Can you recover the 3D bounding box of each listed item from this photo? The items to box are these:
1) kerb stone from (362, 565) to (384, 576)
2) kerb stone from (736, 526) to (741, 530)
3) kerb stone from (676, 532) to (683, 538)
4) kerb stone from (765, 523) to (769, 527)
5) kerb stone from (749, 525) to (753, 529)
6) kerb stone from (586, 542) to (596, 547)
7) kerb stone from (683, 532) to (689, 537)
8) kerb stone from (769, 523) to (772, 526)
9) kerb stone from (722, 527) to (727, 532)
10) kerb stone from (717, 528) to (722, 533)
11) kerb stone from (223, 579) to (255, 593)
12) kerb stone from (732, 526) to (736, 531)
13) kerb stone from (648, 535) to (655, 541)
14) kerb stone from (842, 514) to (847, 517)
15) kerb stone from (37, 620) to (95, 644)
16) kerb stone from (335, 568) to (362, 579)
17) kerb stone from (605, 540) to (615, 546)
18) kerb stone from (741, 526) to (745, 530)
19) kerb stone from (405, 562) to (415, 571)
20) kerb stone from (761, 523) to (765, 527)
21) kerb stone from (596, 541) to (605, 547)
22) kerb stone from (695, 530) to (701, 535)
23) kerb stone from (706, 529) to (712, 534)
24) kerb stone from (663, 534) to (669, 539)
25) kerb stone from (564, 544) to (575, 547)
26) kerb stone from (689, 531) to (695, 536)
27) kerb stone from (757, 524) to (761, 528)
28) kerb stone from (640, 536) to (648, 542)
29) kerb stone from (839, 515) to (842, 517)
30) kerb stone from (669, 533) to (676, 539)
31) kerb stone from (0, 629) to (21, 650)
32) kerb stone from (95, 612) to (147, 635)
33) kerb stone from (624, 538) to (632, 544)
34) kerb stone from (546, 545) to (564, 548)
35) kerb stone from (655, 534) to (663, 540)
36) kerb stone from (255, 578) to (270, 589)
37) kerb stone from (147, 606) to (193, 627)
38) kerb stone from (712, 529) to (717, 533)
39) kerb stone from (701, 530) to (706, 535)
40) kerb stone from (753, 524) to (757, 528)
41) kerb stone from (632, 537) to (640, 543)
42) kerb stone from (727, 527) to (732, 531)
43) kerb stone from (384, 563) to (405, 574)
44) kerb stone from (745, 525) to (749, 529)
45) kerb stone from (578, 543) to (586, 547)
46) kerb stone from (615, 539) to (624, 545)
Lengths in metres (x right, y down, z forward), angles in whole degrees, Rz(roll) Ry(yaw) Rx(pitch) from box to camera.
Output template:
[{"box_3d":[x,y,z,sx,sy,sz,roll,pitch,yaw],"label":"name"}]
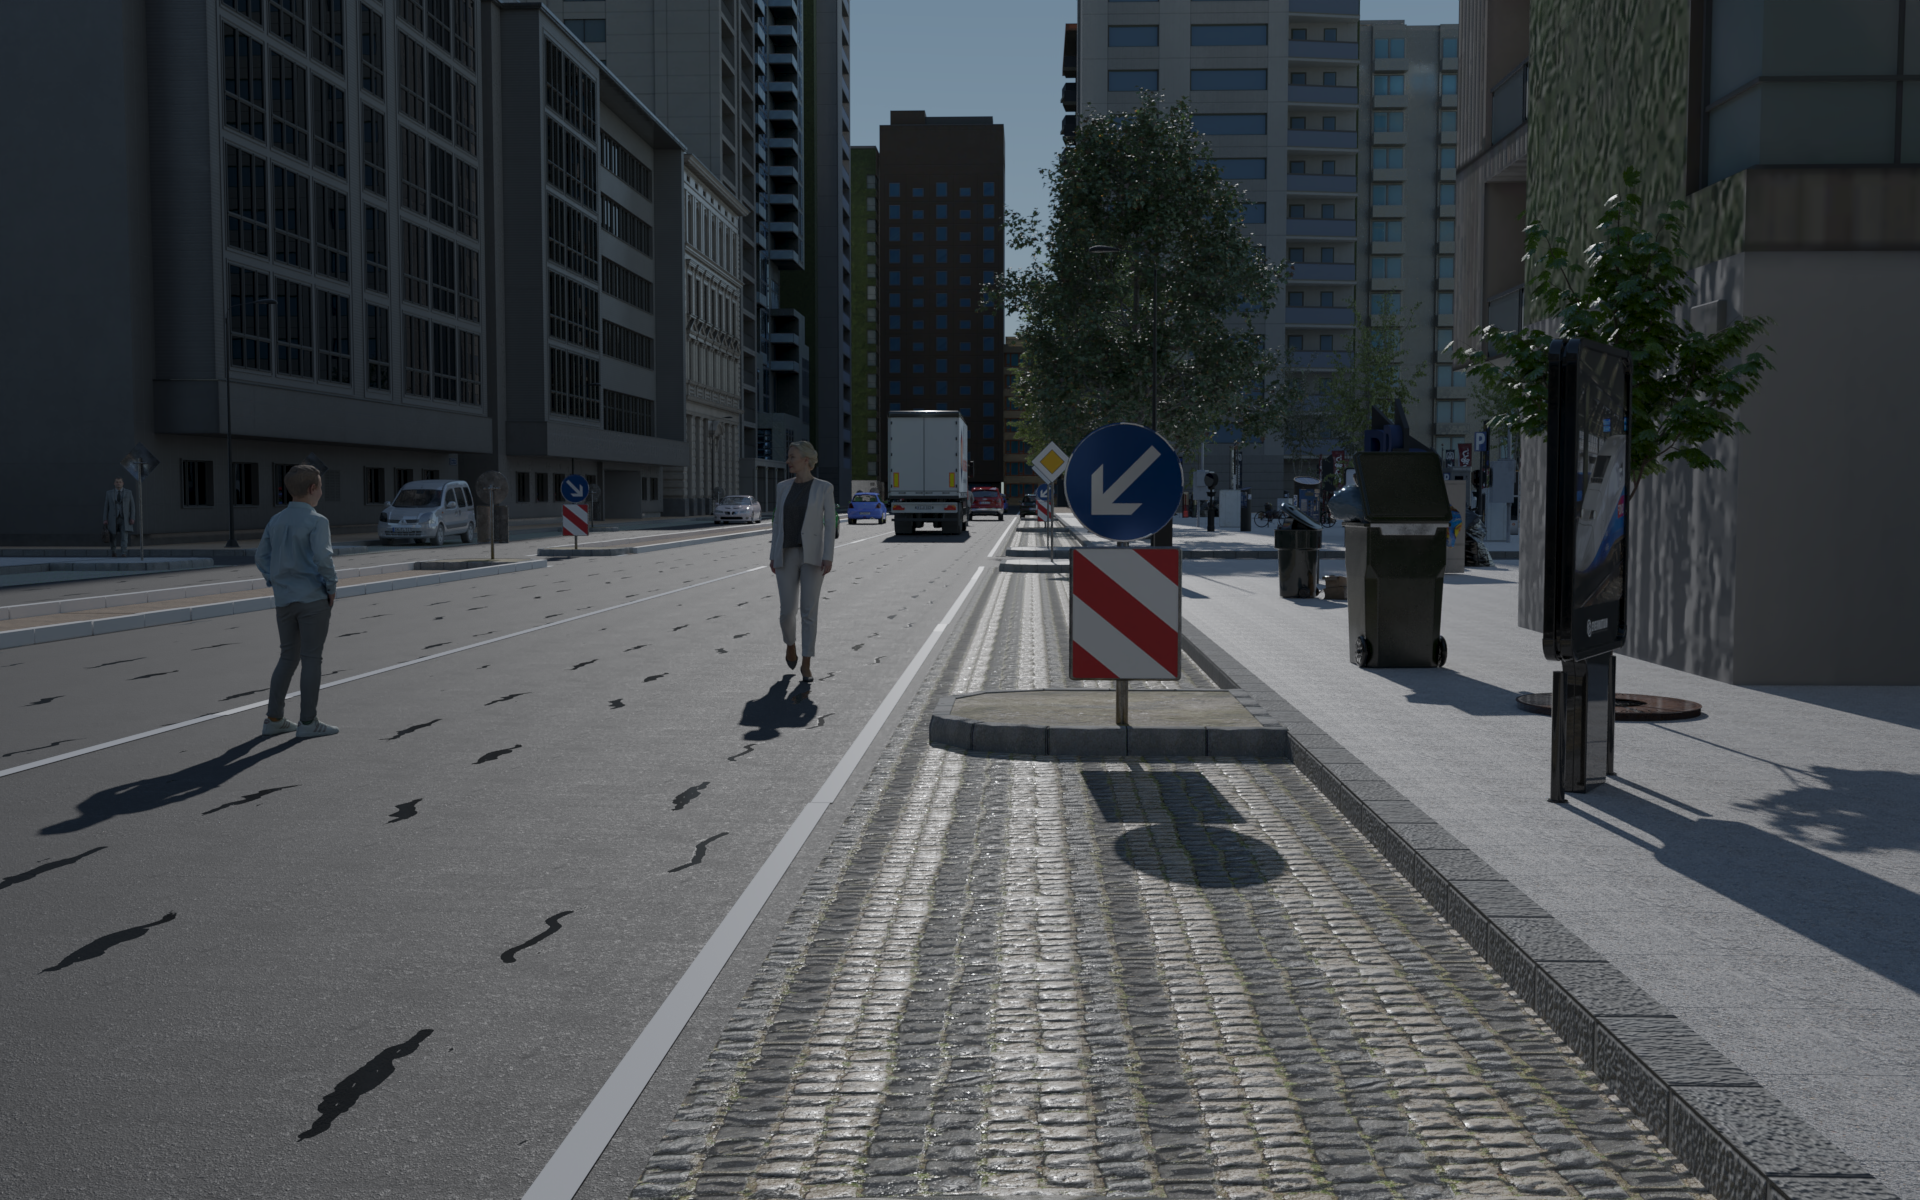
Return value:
[{"box_3d":[-10.395,-0.494,30.387,0.120,0.150,1.000,0,4,2],"label":"kerb stone"},{"box_3d":[-8.838,-2.796,67.903,0.120,0.150,1.000,0,4,2],"label":"kerb stone"},{"box_3d":[-9.311,-2.105,56.614,0.120,0.150,1.000,0,4,2],"label":"kerb stone"},{"box_3d":[-8.543,-3.235,75.080,0.120,0.150,1.000,0,4,2],"label":"kerb stone"},{"box_3d":[-8.718,-2.982,70.972,0.120,0.150,1.000,0,4,2],"label":"kerb stone"},{"box_3d":[-9.774,-1.414,45.320,0.120,0.150,1.000,0,4,2],"label":"kerb stone"},{"box_3d":[-9.265,-2.168,57.650,0.120,0.150,1.000,0,4,2],"label":"kerb stone"},{"box_3d":[-8.502,-3.290,76.102,0.120,0.150,1.000,0,4,2],"label":"kerb stone"},{"box_3d":[-8.970,-2.607,64.822,0.120,0.150,1.000,0,4,2],"label":"kerb stone"},{"box_3d":[-9.012,-2.545,63.800,0.120,0.150,1.000,0,4,2],"label":"kerb stone"},{"box_3d":[-10.615,-0.188,25.269,0.120,0.150,1.000,0,4,2],"label":"kerb stone"},{"box_3d":[-8.890,-2.733,66.882,0.120,0.150,1.000,0,4,2],"label":"kerb stone"},{"box_3d":[-9.482,-1.853,52.509,0.120,0.150,1.000,0,4,2],"label":"kerb stone"},{"box_3d":[-7.224,-5.178,106.851,0.120,0.150,1.000,0,4,2],"label":"kerb stone"},{"box_3d":[-8.855,0.317,17.007,0.120,0.150,1.000,0,4,2],"label":"kerb stone"},{"box_3d":[-10.444,-0.439,29.365,0.120,0.150,1.000,0,4,2],"label":"kerb stone"},{"box_3d":[-9.693,-1.530,47.364,0.120,0.150,1.000,0,4,2],"label":"kerb stone"},{"box_3d":[-8.801,-2.858,68.925,0.120,0.150,1.000,0,4,2],"label":"kerb stone"},{"box_3d":[-10.315,-0.626,32.450,0.120,0.150,1.000,0,4,2],"label":"kerb stone"},{"box_3d":[-8.594,-3.164,74.048,0.120,0.150,1.000,0,4,2],"label":"kerb stone"},{"box_3d":[-9.740,-1.472,46.342,0.120,0.150,1.000,0,4,2],"label":"kerb stone"},{"box_3d":[-9.179,-2.288,59.701,0.120,0.150,1.000,0,4,2],"label":"kerb stone"},{"box_3d":[-9.098,-2.415,61.757,0.120,0.150,1.000,0,4,2],"label":"kerb stone"},{"box_3d":[-9.400,-1.980,54.566,0.120,0.150,1.000,0,4,2],"label":"kerb stone"},{"box_3d":[-9.860,-1.289,43.274,0.120,0.150,1.000,0,4,2],"label":"kerb stone"},{"box_3d":[-9.225,-2.231,58.671,0.120,0.150,1.000,0,4,2],"label":"kerb stone"},{"box_3d":[-8.627,-3.102,73.023,0.120,0.150,1.000,0,4,2],"label":"kerb stone"},{"box_3d":[-9.519,-1.792,51.487,0.120,0.150,1.000,0,4,2],"label":"kerb stone"},{"box_3d":[-7.356,-4.987,103.782,0.120,0.150,1.000,0,4,2],"label":"kerb stone"},{"box_3d":[-9.349,-2.042,55.587,0.120,0.150,1.000,0,4,2],"label":"kerb stone"},{"box_3d":[-8.892,0.380,15.985,0.120,0.150,1.000,0,4,2],"label":"kerb stone"},{"box_3d":[-8.810,0.259,18.038,0.120,0.150,1.000,0,4,2],"label":"kerb stone"},{"box_3d":[-9.609,-1.666,49.435,0.120,0.150,1.000,0,4,2],"label":"kerb stone"},{"box_3d":[-9.906,-1.224,42.253,0.120,0.150,1.000,0,4,2],"label":"kerb stone"},{"box_3d":[-9.440,-1.917,53.545,0.120,0.150,1.000,0,4,2],"label":"kerb stone"},{"box_3d":[-10.568,-0.251,26.298,0.120,0.150,1.000,0,4,2],"label":"kerb stone"},{"box_3d":[-8.773,0.192,19.059,0.120,0.150,1.000,0,4,2],"label":"kerb stone"},{"box_3d":[-9.051,-2.482,62.778,0.120,0.150,1.000,0,4,2],"label":"kerb stone"},{"box_3d":[-9.148,-2.357,60.735,0.120,0.150,1.000,0,4,2],"label":"kerb stone"},{"box_3d":[-8.669,-3.044,71.993,0.120,0.150,1.000,0,4,2],"label":"kerb stone"},{"box_3d":[-9.561,-1.723,50.463,0.120,0.150,1.000,0,4,2],"label":"kerb stone"},{"box_3d":[-8.925,-2.664,65.844,0.120,0.150,1.000,0,4,2],"label":"kerb stone"},{"box_3d":[-10.350,-0.564,31.413,0.120,0.150,1.000,0,4,2],"label":"kerb stone"},{"box_3d":[-8.760,-2.921,69.950,0.120,0.150,1.000,0,4,2],"label":"kerb stone"},{"box_3d":[-9.823,-1.349,44.299,0.120,0.150,1.000,0,4,2],"label":"kerb stone"},{"box_3d":[-9.650,-1.603,48.399,0.120,0.150,1.000,0,4,2],"label":"kerb stone"}]
